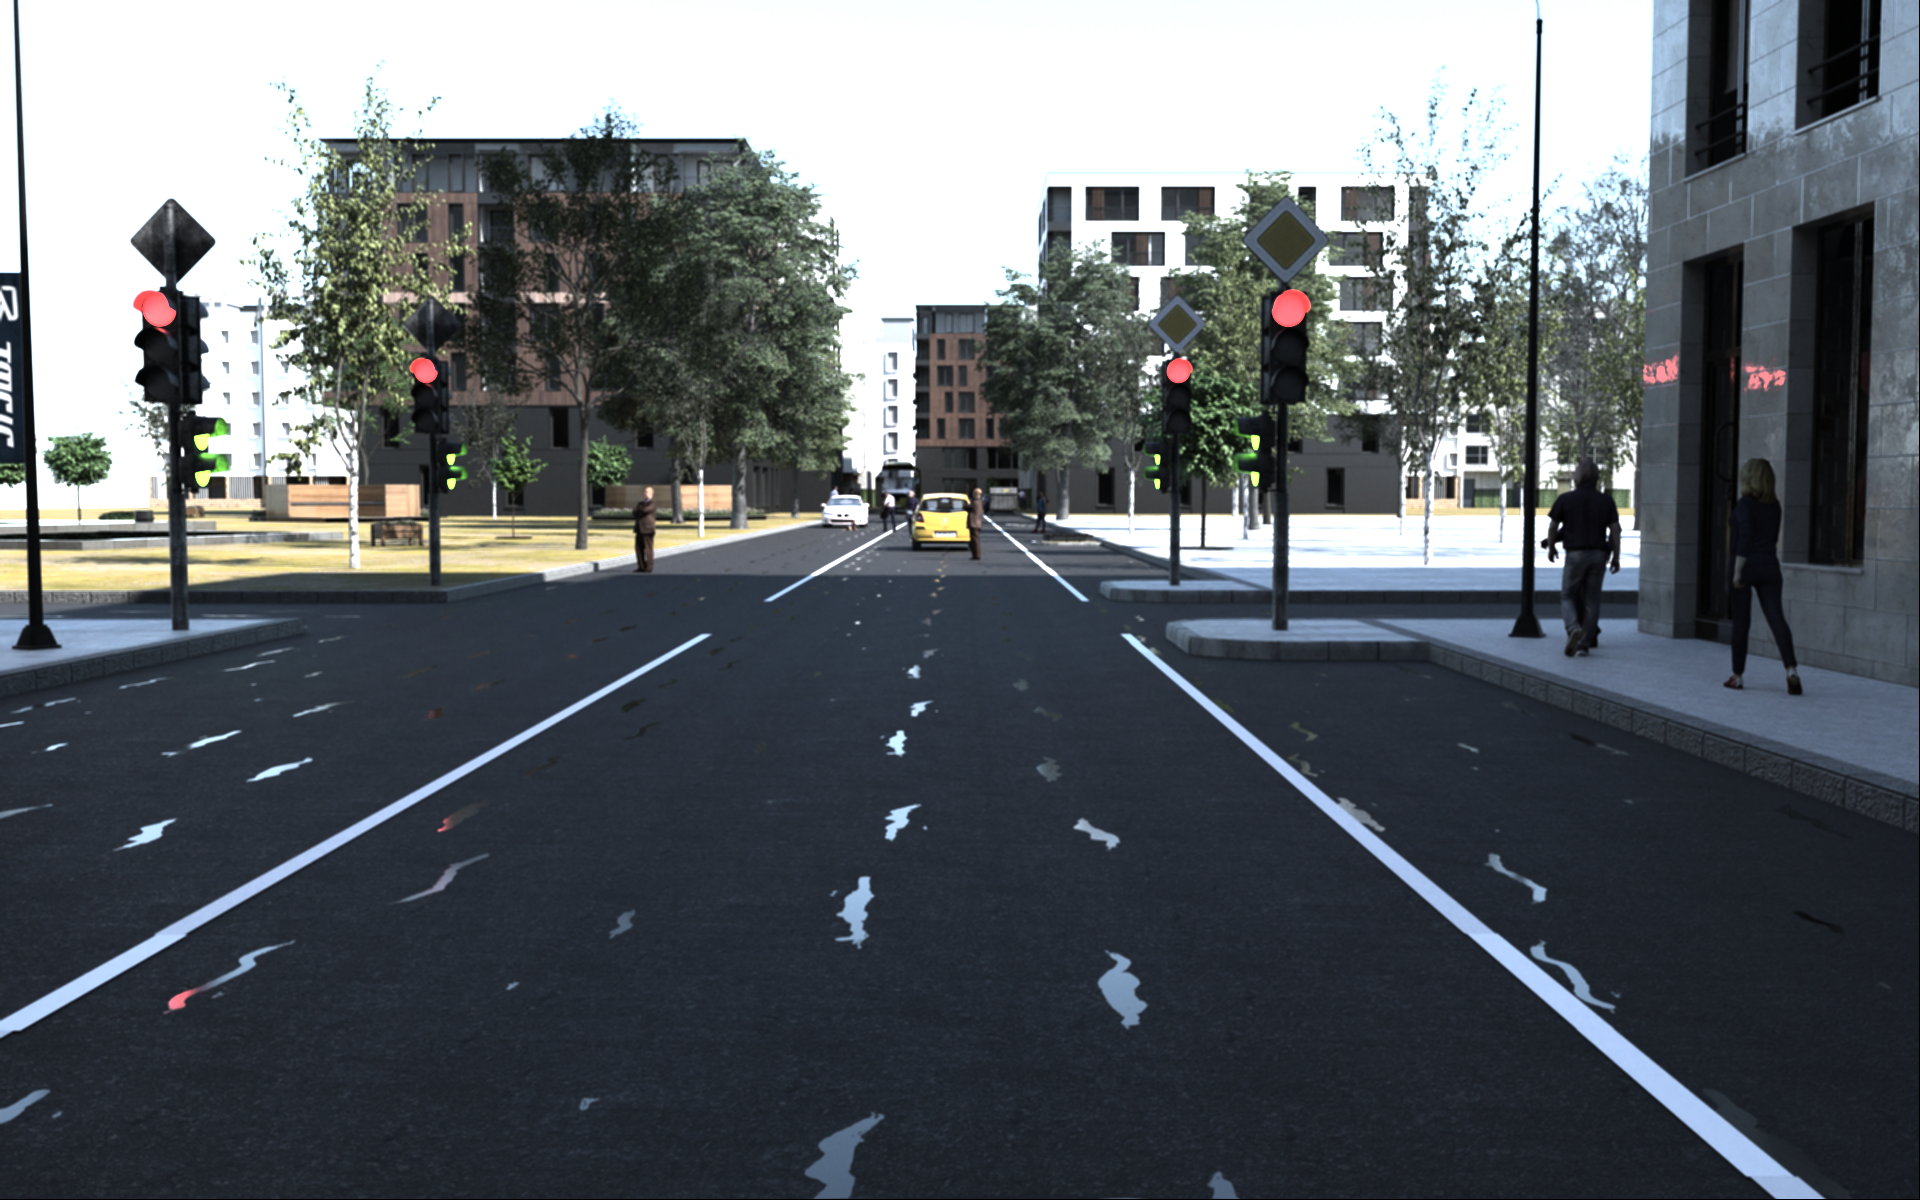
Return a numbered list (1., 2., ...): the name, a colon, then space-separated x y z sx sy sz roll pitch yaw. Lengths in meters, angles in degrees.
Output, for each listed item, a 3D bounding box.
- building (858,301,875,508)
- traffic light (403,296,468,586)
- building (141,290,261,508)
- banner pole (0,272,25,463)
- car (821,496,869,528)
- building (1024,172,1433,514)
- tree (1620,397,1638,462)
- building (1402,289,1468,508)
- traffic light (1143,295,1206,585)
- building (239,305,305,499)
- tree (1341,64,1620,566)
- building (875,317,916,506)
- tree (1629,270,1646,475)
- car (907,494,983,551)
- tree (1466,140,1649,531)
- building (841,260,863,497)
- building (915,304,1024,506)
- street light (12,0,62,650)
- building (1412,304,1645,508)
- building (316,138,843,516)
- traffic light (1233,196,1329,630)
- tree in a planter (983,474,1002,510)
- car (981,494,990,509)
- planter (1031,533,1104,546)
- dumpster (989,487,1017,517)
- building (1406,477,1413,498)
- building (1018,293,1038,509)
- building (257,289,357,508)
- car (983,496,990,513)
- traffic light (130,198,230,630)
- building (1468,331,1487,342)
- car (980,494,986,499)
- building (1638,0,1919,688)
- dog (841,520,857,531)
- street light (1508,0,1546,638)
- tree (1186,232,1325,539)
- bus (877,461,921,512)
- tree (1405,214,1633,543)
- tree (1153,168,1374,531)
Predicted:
1. building: -24.373 -18.396 167.226 31.486 18.905 16.747 0 3 0
2. traffic light: -7.359 -2.140 24.237 0.839 4.213 0.868 0 3 0
3. building: -69.654 -19.012 167.260 11.380 20.091 16.016 0 3 0
4. banner pole: -9.679 -1.664 17.218 0.863 3.779 0.401 0 4 -4
5. car: -4.964 -3.838 75.112 2.083 1.381 4.827 0 4 -1
6. building: 19.465 -17.280 126.506 27.936 21.610 32.646 0 3 0
7. tree: 32.042 -8.276 85.678 4.360 8.622 3.978 0 3 0
8. building: 40.416 -18.966 166.507 11.380 20.091 16.016 0 3 0
9. traffic light: 3.002 -2.142 24.264 0.839 4.213 0.868 0 3 0
10. building: -65.240 -21.632 197.651 32.646 21.610 27.936 0 3 0
11. tree: 8.609 -4.922 30.842 4.360 8.622 3.978 0 3 0
12. building: -10.568 -20.467 191.060 11.380 20.091 16.016 0 3 0
13. tree: 20.018 -6.119 50.412 4.737 8.622 4.395 0 3 0
14. car: -0.391 -2.129 45.035 2.015 1.641 3.980 0 4 -1
15. tree: 23.593 -9.151 59.981 12.009 13.543 11.850 0 3 0
16. building: -16.112 -17.223 138.017 16.016 20.091 11.380 0 3 0
17. building: 11.439 -21.603 197.186 32.646 21.610 27.936 0 3 0
18. street light: -7.143 -2.550 14.231 1.470 5.913 1.316 0 3 0
19. building: 61.848 -18.420 167.618 31.486 18.905 16.747 0 3 0
20. building: -22.854 -16.637 115.992 27.936 21.610 32.646 0 3 0
21. traffic light: 3.011 -1.653 16.279 0.839 4.213 0.868 0 3 0
22. tree in a planter: 2.886 -9.544 153.268 1.991 3.239 1.994 0 3 0
23. car: 2.779 -8.984 158.890 2.014 1.417 4.499 0 4 -1
24. planter: 3.016 -1.706 49.035 1.991 0.319 1.994 0 3 0
25. dumpster: 2.768 -6.268 110.703 1.865 1.857 1.264 0 4 0
26. building: 42.945 -15.025 187.803 28.070 9.664 9.099 0 3 0
27. building: 14.313 -17.903 159.167 16.747 18.905 31.486 0 3 0
28. building: -58.274 -18.974 166.639 11.380 20.091 16.016 0 3 0
29. car: 2.711 -7.272 131.481 1.945 1.354 3.894 0 4 2
30. traffic light: -7.351 -1.652 16.252 0.839 4.213 0.868 0 3 0
31. building: 63.663 -20.543 192.296 11.380 20.091 16.016 0 3 0
32. car: 2.671 -9.915 170.913 1.959 1.807 4.718 0 4 1
33. building: 11.526 -9.322 7.164 10.420 20.320 16.860 0 3 0
34. dog: -4.346 -2.939 68.243 0.748 0.427 0.550 -1 4 -13
35. street light: 4.574 -2.624 15.447 1.470 5.913 1.316 0 3 0
36. tree: 8.068 -6.003 48.511 4.737 8.622 4.395 0 3 0
37. bus: -4.485 -8.626 132.586 2.896 3.916 12.252 0 4 1
38. tree: 13.903 -5.777 44.808 4.737 8.622 4.395 0 3 0
39. tree: 10.466 -8.698 60.342 7.486 12.596 7.792 0 3 0
